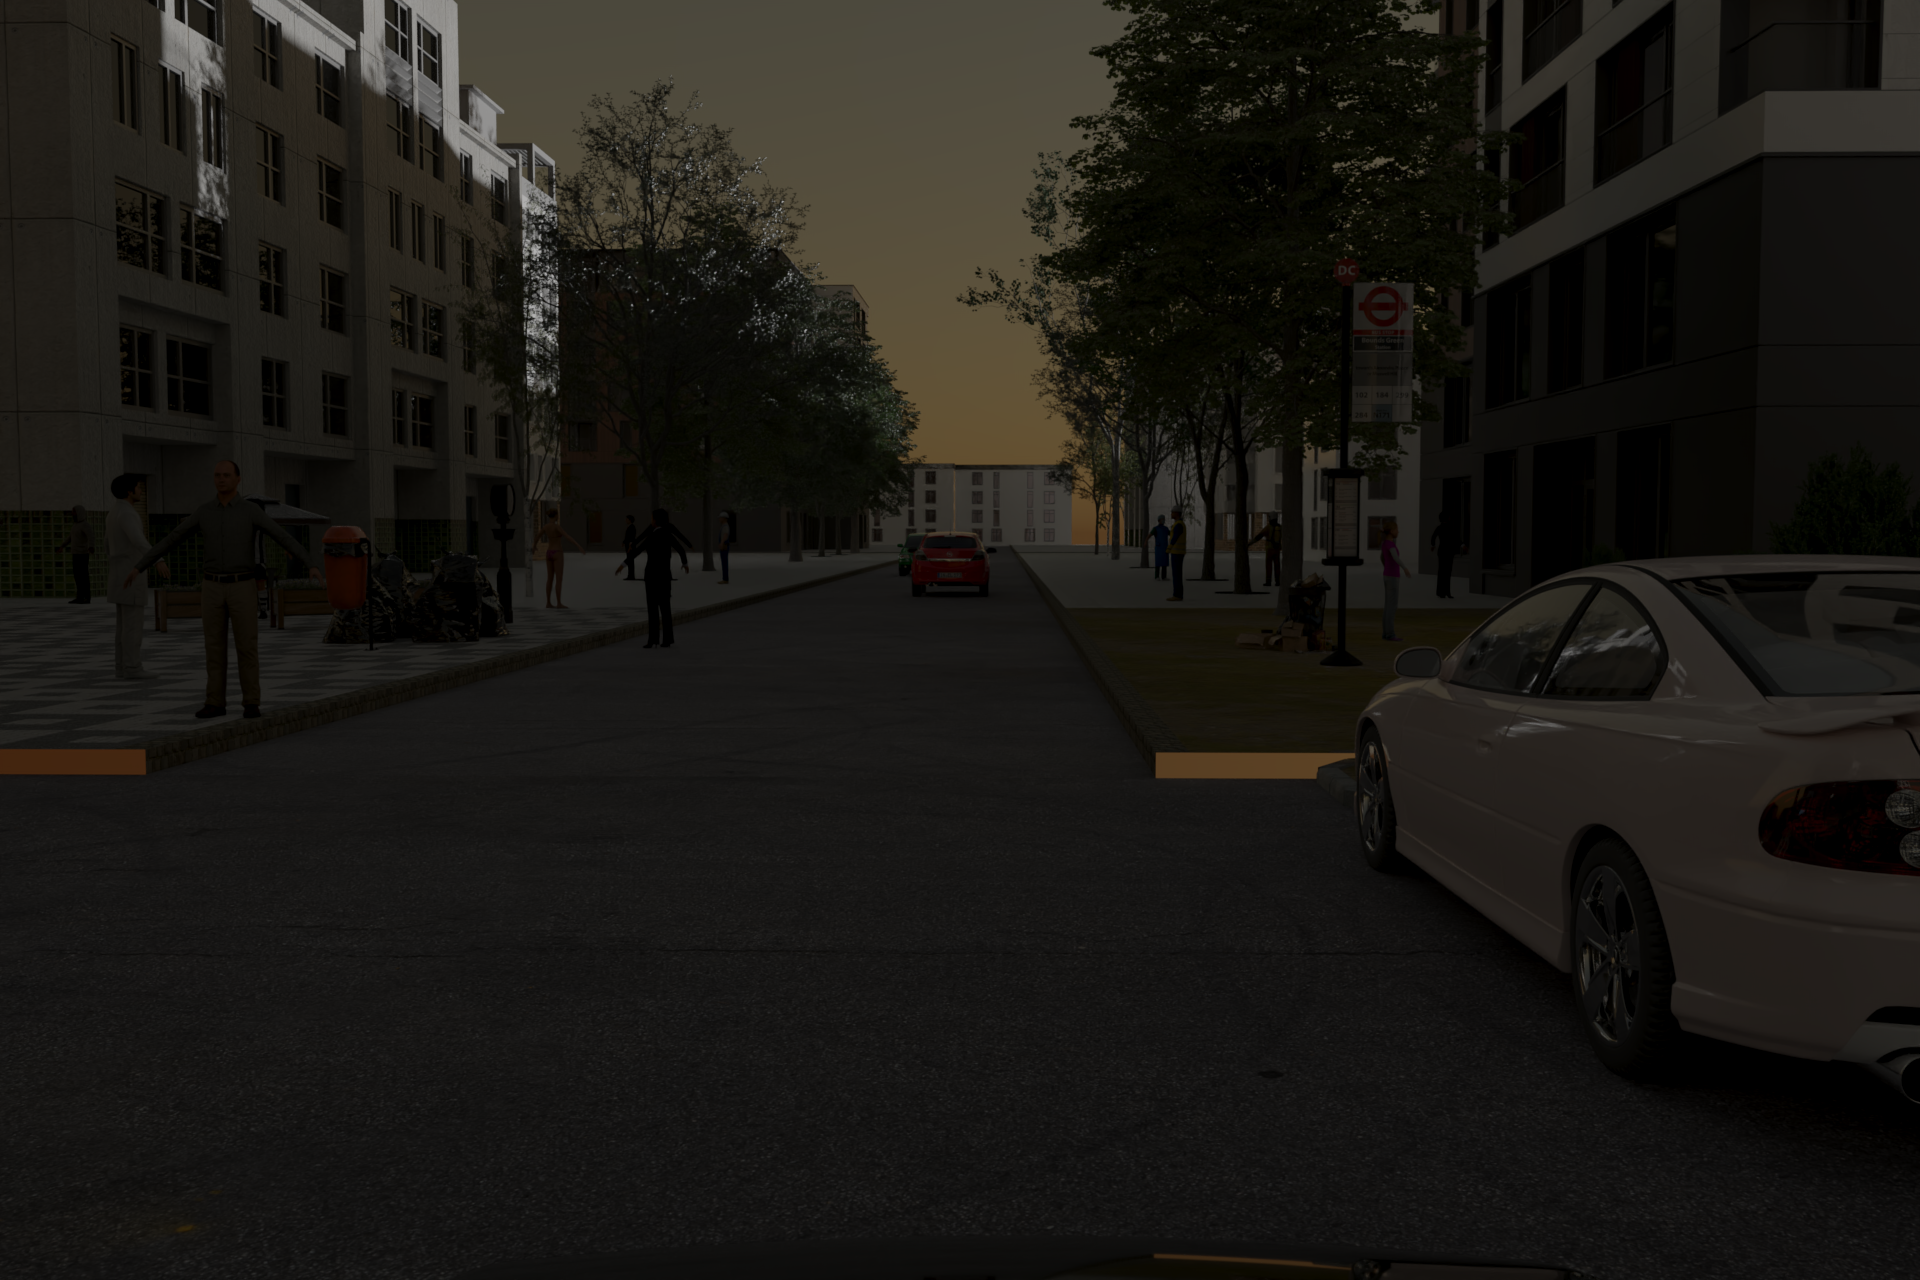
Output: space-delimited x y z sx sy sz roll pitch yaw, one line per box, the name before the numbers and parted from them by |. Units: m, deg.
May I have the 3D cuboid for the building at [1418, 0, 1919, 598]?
building | 25.027 -11.927 38.982 27.936 21.610 32.646 0 4 1

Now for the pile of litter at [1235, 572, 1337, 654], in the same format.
pile of litter | 3.671 -0.329 19.342 1.176 0.858 1.719 0 4 1

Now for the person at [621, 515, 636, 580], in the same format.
person | -9.171 -2.560 48.035 0.705 1.806 1.347 -1 4 -21

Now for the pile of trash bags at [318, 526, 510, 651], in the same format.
pile of trash bags | -6.659 -0.658 20.507 1.912 1.369 3.447 0 4 3

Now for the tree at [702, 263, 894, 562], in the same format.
tree | -7.715 -10.611 80.144 9.857 13.997 8.962 0 3 0

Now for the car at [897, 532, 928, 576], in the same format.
car | -1.184 -3.165 60.551 1.959 1.807 4.718 0 4 1

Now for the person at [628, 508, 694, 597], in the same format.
person | -6.049 -1.766 35.104 1.346 1.802 0.704 -1 4 -15

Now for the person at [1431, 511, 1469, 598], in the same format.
person | 9.763 -1.707 34.626 0.721 1.740 1.216 -1 4 -18

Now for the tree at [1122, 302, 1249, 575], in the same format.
tree | 6.703 -6.360 54.356 4.360 8.622 3.978 0 3 0

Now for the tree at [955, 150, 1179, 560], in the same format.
tree | 6.620 -14.121 86.767 12.611 20.169 13.585 0 3 0

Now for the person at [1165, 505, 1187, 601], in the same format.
person | 4.135 -1.667 33.219 0.705 1.833 1.349 1 4 14

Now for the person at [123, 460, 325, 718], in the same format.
person | -5.122 -0.358 12.123 1.348 1.796 0.705 0 4 -6

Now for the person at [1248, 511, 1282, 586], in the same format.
person | 7.701 -2.256 42.651 1.354 1.858 0.705 -1 4 -14

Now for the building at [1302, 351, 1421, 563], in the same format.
building | 20.930 -8.186 75.996 9.099 9.664 28.070 0 4 2

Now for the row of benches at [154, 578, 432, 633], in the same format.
row of benches | -8.780 -0.509 23.785 4.104 0.672 1.422 -2 4 -31

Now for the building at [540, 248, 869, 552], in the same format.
building | -22.739 -18.136 140.497 27.936 21.610 32.646 0 4 2

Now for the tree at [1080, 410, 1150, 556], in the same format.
tree | 8.672 -9.098 99.122 4.737 8.622 4.395 0 3 0

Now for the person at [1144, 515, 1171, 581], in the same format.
person | 5.562 -2.539 47.645 1.347 1.817 0.704 -2 4 -31

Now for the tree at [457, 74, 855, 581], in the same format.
tree | -8.391 -8.368 47.182 12.009 13.543 11.850 0 3 0

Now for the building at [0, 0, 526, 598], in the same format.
building | -25.368 -11.229 50.060 16.747 18.905 31.486 0 4 2

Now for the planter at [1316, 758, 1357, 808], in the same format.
planter | 3.032 0.708 9.559 1.991 0.319 1.994 0 4 2

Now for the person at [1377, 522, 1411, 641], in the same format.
person | 5.238 -0.706 20.809 0.599 1.433 0.991 0 4 -1

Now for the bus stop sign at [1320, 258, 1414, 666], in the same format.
bus stop sign | 3.957 -1.722 16.852 0.855 3.939 0.416 0 4 1

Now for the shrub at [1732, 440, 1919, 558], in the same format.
shrub | 7.464 -0.642 14.546 1.661 2.075 1.752 0 3 0

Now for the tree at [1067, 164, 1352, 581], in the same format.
tree | 6.735 -7.419 47.064 9.928 11.665 9.643 0 3 0

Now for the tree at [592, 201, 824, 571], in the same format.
tree | -8.521 -8.619 59.052 7.486 12.596 7.792 0 3 0

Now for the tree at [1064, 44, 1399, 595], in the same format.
tree | 5.942 -6.797 36.880 9.928 11.665 9.643 0 3 0

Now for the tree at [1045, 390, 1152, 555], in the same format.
tree | 8.793 -10.592 107.599 7.601 10.594 8.767 -2 4 -34

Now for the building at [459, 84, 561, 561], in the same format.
building | -25.435 -13.338 74.494 16.016 20.090 11.380 0 4 1

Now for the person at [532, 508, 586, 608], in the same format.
person | -6.971 -1.419 30.004 1.217 1.733 0.721 2 4 31

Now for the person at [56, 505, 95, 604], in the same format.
person | -16.192 -1.572 31.828 1.348 1.813 0.705 3 4 39

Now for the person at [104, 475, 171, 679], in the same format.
person | -7.370 -0.565 15.419 0.705 1.806 1.347 -3 5 -42

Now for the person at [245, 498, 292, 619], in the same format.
person | -10.689 -1.226 26.189 1.345 1.843 0.704 1 4 9

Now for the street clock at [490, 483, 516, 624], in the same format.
street clock | -6.538 -1.239 24.822 0.358 2.002 0.471 0 4 3

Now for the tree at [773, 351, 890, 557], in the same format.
tree | -7.758 -10.417 96.071 9.928 11.665 9.643 0 3 0

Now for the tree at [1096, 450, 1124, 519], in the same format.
tree | 19.289 -16.864 201.481 9.928 11.665 9.643 0 3 0

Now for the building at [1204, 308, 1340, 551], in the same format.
building | 25.482 -17.575 143.765 16.016 20.090 11.380 0 4 1

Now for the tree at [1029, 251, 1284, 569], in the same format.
tree | 7.035 -9.426 64.486 12.009 13.543 11.850 0 3 0

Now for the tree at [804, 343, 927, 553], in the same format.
tree | -7.084 -12.723 114.683 9.857 13.997 8.962 0 3 0

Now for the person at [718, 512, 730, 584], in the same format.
person | -6.083 -2.362 44.478 0.705 1.847 1.347 -1 4 -8

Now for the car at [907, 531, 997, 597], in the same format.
car | -0.197 -1.965 41.166 2.155 1.783 4.494 0 4 1

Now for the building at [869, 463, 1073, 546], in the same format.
building | -0.621 -16.003 206.252 28.070 9.664 9.099 0 4 1

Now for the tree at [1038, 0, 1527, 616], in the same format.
tree | 5.138 -6.686 27.439 7.486 12.596 7.792 0 3 0

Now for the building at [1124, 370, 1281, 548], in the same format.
building | 25.618 -18.624 170.959 16.747 18.905 31.486 0 4 2

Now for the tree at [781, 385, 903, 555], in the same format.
tree | -7.316 -10.974 105.175 9.928 11.665 9.643 0 3 0

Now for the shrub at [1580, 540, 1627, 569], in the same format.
shrub | 8.445 -0.712 22.756 1.383 1.207 1.383 0 3 0

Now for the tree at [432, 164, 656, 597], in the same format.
tree | -8.972 -5.191 35.234 4.360 8.622 3.978 0 3 0

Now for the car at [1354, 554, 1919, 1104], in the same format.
car | 2.651 0.394 5.917 2.083 1.381 4.827 0 4 1

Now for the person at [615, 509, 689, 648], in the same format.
person | -3.850 -0.773 21.825 0.721 1.740 1.216 3 4 37
